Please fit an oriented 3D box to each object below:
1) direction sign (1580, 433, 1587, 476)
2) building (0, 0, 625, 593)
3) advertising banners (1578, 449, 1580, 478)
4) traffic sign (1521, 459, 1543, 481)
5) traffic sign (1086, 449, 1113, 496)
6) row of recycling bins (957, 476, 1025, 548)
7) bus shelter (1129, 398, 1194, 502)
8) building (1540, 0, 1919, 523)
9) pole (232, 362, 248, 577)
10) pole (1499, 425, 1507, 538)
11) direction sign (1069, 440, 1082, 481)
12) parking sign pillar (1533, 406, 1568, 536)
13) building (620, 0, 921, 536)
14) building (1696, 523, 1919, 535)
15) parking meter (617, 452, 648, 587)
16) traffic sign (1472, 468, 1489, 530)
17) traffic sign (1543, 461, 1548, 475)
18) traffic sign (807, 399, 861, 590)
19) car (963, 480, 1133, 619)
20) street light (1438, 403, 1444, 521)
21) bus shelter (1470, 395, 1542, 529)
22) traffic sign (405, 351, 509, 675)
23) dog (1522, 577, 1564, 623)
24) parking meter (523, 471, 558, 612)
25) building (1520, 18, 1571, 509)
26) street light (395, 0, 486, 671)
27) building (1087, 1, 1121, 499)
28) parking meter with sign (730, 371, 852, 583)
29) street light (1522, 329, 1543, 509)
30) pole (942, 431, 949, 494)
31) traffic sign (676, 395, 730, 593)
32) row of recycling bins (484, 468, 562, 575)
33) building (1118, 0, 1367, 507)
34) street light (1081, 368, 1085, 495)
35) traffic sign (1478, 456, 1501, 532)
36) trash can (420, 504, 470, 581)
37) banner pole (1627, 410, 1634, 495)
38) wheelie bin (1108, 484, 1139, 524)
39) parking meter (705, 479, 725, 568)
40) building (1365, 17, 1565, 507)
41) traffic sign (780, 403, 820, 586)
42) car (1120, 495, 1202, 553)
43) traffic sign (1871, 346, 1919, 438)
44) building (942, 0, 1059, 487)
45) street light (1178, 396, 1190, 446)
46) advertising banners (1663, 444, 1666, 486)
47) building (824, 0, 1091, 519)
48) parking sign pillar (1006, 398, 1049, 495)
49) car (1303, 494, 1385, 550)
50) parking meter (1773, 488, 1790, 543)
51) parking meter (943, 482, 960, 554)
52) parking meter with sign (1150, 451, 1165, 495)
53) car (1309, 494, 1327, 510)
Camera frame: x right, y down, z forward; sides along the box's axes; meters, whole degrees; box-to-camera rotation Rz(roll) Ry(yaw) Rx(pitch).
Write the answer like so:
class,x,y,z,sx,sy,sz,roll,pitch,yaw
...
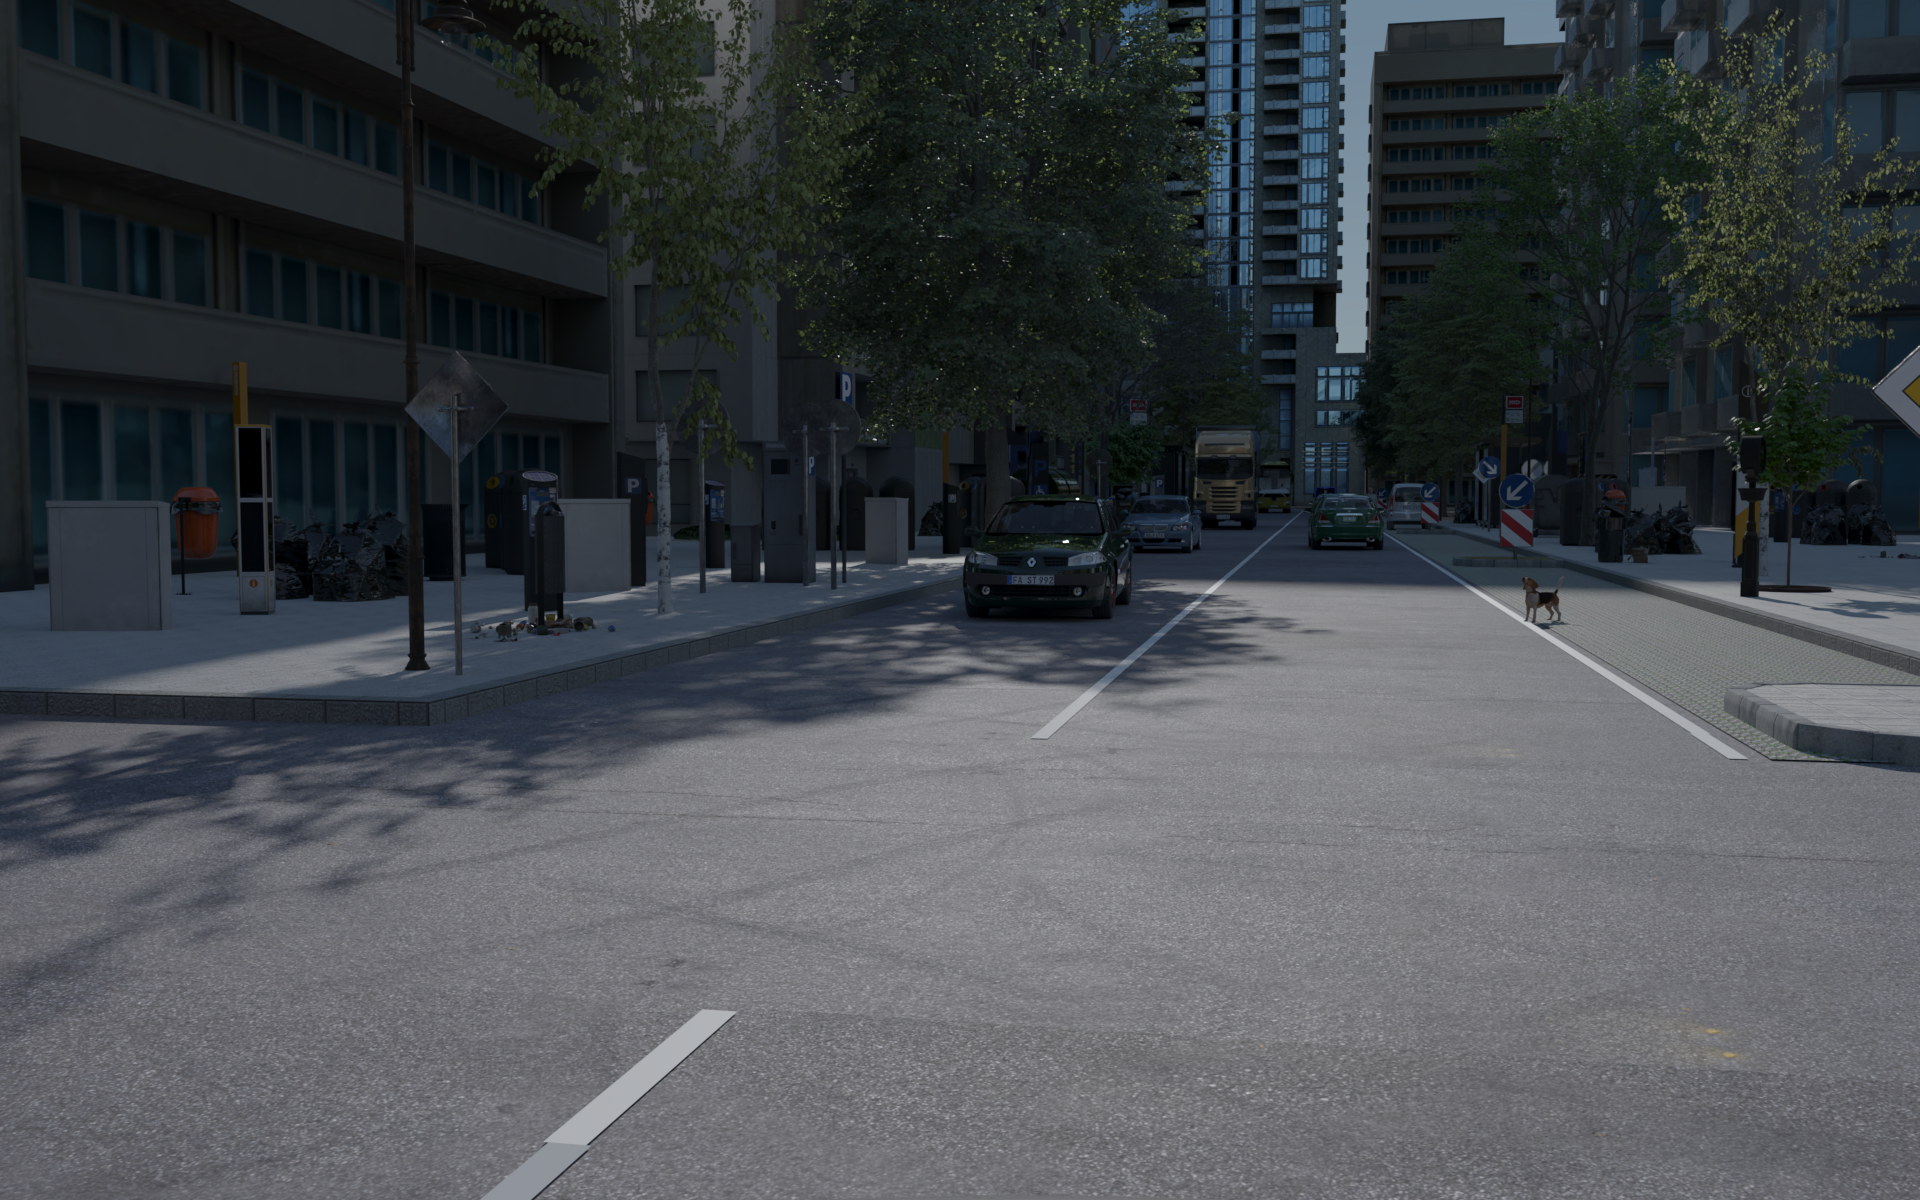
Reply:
class,x,y,z,sx,sy,sz,roll,pitch,yaw
direction sign,23.157,-4.427,64.386,0.379,3.537,0.876,0,4,5
building,-20.816,-25.049,33.253,21.300,48.544,21.600,1,4,12
advertising banners,23.944,-4.337,67.099,0.090,3.025,2.074,1,4,21
traffic sign,20.959,-3.878,63.504,0.768,2.556,0.104,1,4,13
traffic sign,3.905,-2.976,48.763,0.768,2.556,0.104,1,4,19
row of recycling bins,0.734,-2.047,40.574,1.069,1.692,3.534,-1,4,-14
bus shelter,8.720,-5.963,75.131,2.179,5.291,8.768,1,4,12
building,47.005,-29.396,100.233,23.786,49.044,30.456,1,4,12
pole,-11.137,-2.019,26.859,0.158,3.312,0.155,0,3,0
pole,16.019,-3.501,51.078,0.158,3.312,0.155,0,3,0
direction sign,4.864,-4.907,72.226,0.379,3.537,0.876,-3,4,-39
parking sign pillar,18.576,-4.003,53.927,1.447,3.967,1.447,1,4,13
building,-8.748,-22.857,57.312,14.154,41.232,14.086,1,4,12
building,39.215,-27.169,63.824,23.786,49.044,30.456,1,4,12
parking meter,-4.552,-1.125,24.098,0.399,1.863,0.255,-1,4,-21
traffic sign,18.592,-3.690,61.509,0.795,2.450,0.064,1,4,19
traffic sign,21.101,-3.757,61.531,0.768,2.556,0.104,1,4,12
traffic sign,-1.698,-1.413,23.216,0.768,2.556,0.104,1,4,15
car,1.142,-0.699,21.213,2.009,1.686,4.222,1,4,10
street light,23.078,-6.742,83.017,0.468,5.910,1.993,1,4,12
bus shelter,21.327,-5.542,68.246,2.179,5.291,8.768,1,4,12
traffic sign,-3.549,-0.524,12.215,0.795,2.450,0.064,1,4,12
dog,6.522,-0.006,19.384,0.406,0.507,0.540,2,4,24
parking meter,-4.603,-0.649,19.024,0.372,1.533,0.369,0,3,0
building,53.731,-49.930,129.020,22.319,86.520,31.000,1,4,12
street light,-3.965,-2.428,12.478,0.468,5.910,1.993,1,4,12
building,3.662,-28.948,123.415,14.600,45.320,14.200,1,4,12
parking meter with sign,-2.470,-1.762,25.075,1.738,3.016,0.543,1,4,14
street light,15.863,-4.614,48.222,0.468,5.910,1.993,1,4,12
pole,-0.351,-3.002,42.933,0.158,3.312,0.155,0,3,0
traffic sign,-3.331,-1.361,22.354,0.768,2.556,0.104,1,4,16
row of recycling bins,-7.284,-1.337,28.974,1.069,1.692,3.534,-1,4,-22
building,27.619,-53.330,184.610,31.000,86.520,22.319,1,4,12
street light,3.339,-4.539,46.993,0.468,5.910,1.993,1,4,12
traffic sign,17.824,-3.559,58.290,0.768,2.556,0.104,1,4,15
trash can,-7.633,-0.855,25.638,0.748,1.137,0.748,0,3,0
banner pole,19.917,-3.765,51.567,0.401,3.779,0.863,2,4,28
wheelie bin,5.343,-2.966,56.406,0.980,1.594,0.693,0,4,-6
parking meter,-4.263,-1.320,29.994,0.372,1.533,0.369,0,3,0
building,53.483,-34.084,180.973,21.600,48.544,21.300,1,4,12
traffic sign,-2.154,-1.470,24.134,0.768,2.556,0.104,1,4,17
car,5.091,-1.929,43.535,2.014,1.417,4.499,1,4,12
traffic sign,5.789,-0.404,10.246,0.795,2.450,0.064,1,4,12
building,-2.547,-19.828,95.881,14.160,30.474,14.107,1,4,12
street light,10.489,-6.642,81.390,0.468,5.910,1.993,1,4,12
advertising banners,24.912,-3.978,61.236,0.090,3.025,2.074,2,4,23
building,0.382,-26.059,109.652,14.154,41.232,14.086,1,4,12
parking sign pillar,1.960,-3.360,43.412,1.447,3.967,1.447,0,4,-3
car,10.189,-2.083,45.858,2.131,1.459,4.920,1,4,10
parking meter,21.803,-2.296,45.946,0.372,1.533,0.369,0,3,0
parking meter,-0.188,-1.756,37.126,0.372,1.533,0.369,0,3,0
parking meter with sign,7.892,-4.476,69.450,0.543,3.016,1.738,0,4,-8
car,19.114,-4.755,89.540,2.131,1.459,4.920,1,4,11
